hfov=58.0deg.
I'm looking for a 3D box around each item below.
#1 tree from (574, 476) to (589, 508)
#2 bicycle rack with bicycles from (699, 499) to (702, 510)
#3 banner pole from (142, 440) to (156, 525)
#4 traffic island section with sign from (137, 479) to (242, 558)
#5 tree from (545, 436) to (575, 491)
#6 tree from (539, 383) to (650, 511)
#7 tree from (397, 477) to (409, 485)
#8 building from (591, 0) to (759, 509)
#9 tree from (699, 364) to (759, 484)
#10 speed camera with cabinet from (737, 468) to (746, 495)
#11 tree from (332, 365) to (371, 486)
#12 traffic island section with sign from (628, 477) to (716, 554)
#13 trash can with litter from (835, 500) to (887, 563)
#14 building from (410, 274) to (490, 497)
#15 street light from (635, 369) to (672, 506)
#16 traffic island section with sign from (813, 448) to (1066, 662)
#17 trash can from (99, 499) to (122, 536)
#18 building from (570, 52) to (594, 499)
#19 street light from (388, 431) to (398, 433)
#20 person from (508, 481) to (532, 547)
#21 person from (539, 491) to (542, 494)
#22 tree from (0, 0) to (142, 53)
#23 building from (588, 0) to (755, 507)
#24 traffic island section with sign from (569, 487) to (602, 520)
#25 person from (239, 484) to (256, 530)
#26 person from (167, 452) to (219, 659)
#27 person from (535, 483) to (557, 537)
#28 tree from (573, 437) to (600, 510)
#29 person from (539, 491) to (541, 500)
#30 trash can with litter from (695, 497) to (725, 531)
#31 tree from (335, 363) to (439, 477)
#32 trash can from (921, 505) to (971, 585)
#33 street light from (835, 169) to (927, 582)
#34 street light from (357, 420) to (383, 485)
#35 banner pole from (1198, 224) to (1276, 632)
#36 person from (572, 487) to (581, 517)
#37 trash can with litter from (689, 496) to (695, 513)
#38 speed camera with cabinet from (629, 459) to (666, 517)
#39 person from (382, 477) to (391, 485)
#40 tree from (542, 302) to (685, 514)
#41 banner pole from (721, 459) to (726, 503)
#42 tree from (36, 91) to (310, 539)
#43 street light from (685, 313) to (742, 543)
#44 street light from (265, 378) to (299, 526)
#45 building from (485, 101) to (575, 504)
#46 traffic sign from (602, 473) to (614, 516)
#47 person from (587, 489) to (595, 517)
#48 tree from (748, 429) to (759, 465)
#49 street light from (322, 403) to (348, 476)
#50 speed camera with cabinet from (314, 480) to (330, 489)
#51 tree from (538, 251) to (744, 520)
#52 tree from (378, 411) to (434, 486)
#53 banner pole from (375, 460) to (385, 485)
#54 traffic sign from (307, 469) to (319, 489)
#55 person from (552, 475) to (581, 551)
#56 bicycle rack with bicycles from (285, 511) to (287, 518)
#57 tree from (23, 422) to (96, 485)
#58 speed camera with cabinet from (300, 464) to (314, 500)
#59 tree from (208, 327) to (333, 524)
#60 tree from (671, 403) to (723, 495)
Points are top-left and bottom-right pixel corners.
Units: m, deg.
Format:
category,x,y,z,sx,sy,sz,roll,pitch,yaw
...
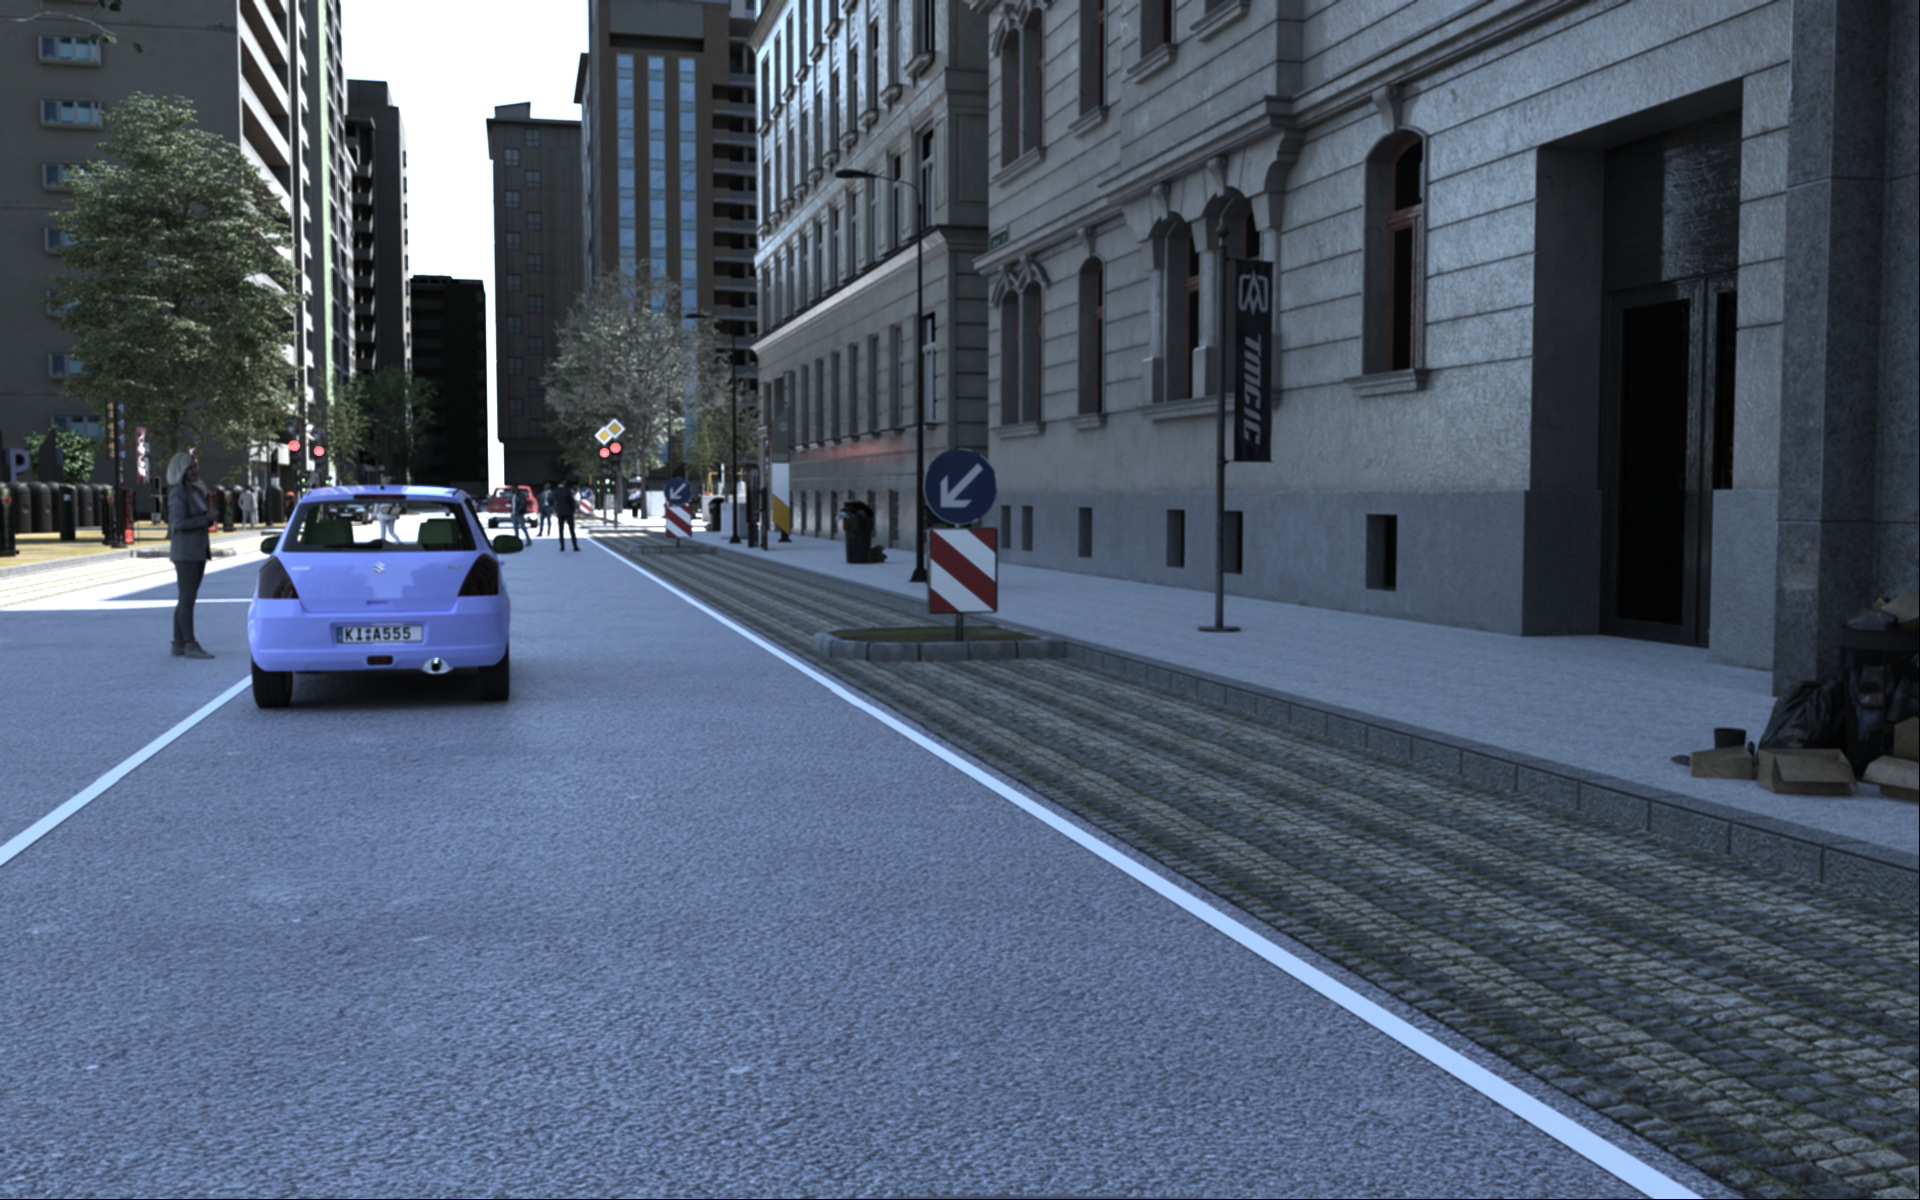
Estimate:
category,x,y,z,sx,sy,sz,roll,pitch,yaw
tree,-35.271,-10.140,160.383,1.663,3.219,1.824,0,3,0
bicycle rack with bicycles,-20.658,-7.809,141.063,2.852,0.926,2.925,0,4,-3
banner pole,-33.157,-4.945,70.862,0.863,3.779,0.401,2,4,23
traffic island section with sign,-17.605,-1.899,39.673,1.989,1.847,2.006,-1,4,-14
tree,-49.864,-16.283,216.595,4.360,8.622,3.978,0,3,0
tree,-27.862,-12.162,133.269,8.767,10.594,7.601,-2,4,-23
tree,-55.891,-11.009,174.605,1.663,3.219,1.824,0,3,0
building,-25.536,-30.916,155.594,14.600,45.320,14.200,-1,4,-14
tree,-12.730,-9.015,97.761,4.360,8.622,3.978,0,3,0
speed camera with cabinet,-16.238,-8.358,130.996,0.660,3.252,2.038,2,4,33
tree,-34.988,-8.981,97.210,4.737,8.622,4.395,0,3,0
traffic island section with sign,-6.984,-2.030,41.821,1.989,1.847,2.006,-1,4,-14
trash can with litter,-1.818,-1.276,32.251,0.624,1.170,1.055,2,4,26
building,-70.227,-28.090,230.977,14.107,30.474,14.160,-1,4,-14
street light,-11.338,-5.614,64.332,1.470,5.913,1.316,-1,4,-14
traffic island section with sign,-0.283,-0.433,15.709,1.989,1.847,2.006,-1,4,-14
trash can,-25.642,-2.493,52.419,0.748,1.137,0.748,0,3,0
building,-30.776,-37.773,206.825,28.713,52.752,27.495,-1,4,-14
street light,-42.304,-9.518,128.166,1.470,5.913,1.316,-1,4,-14
person,-12.054,-2.348,47.236,0.623,1.781,0.721,2,4,32
person,-46.205,-11.163,191.035,1.348,1.821,0.705,0,4,-8
tree,-17.397,-10.338,24.912,12.611,20.169,13.585,0,3,0
building,-27.167,-38.869,177.509,21.231,58.520,28.212,-1,4,-14
traffic island section with sign,-20.872,-5.334,95.838,1.989,1.847,2.006,-1,4,-14
person,-26.173,-3.355,63.632,0.678,1.792,0.850,0,4,-7
person,-6.740,-0.405,15.300,0.526,1.800,0.537,1,4,9
person,-13.934,-3.034,58.292,0.721,1.800,0.419,1,4,9
tree,-29.742,-11.607,140.144,4.737,8.622,4.395,0,3,0
person,-43.636,-10.425,179.744,0.721,1.735,1.217,0,4,5
trash can with litter,-8.531,-2.959,59.768,0.624,1.170,1.055,-2,4,-34
tree,-45.118,-12.871,136.188,9.928,11.665,9.643,0,3,0
trash can,-0.149,-0.715,23.339,0.748,1.137,0.748,0,3,0
street light,-1.106,-3.211,25.047,1.470,5.913,1.316,-1,4,-14
street light,-37.111,-8.312,108.438,1.470,5.913,1.316,-1,4,-14
banner pole,2.632,-1.607,16.295,0.863,3.779,0.401,-2,4,-32
person,-21.974,-5.534,99.075,0.850,1.850,0.679,2,4,27
trash can with litter,-17.108,-6.215,113.001,1.055,1.170,0.624,-3,5,-39
speed camera with cabinet,-17.558,-6.293,97.219,2.038,3.252,0.660,-3,5,-41
person,-13.453,-1.984,40.813,0.818,1.842,0.514,2,4,30
tree,-22.630,-12.671,113.831,9.857,13.997,8.962,0,3,0
banner pole,-16.726,-8.108,122.581,0.401,3.779,0.863,1,4,15
tree,-22.565,-8.062,49.938,7.486,12.596,7.792,0,3,0
street light,-6.380,-4.420,44.809,1.470,5.913,1.316,-1,4,-14
street light,-27.051,-5.908,69.137,1.470,5.913,1.316,-1,4,-14
building,-51.570,-39.954,242.485,27.495,52.752,28.713,-1,4,-14
traffic sign,-20.695,-6.250,102.188,0.884,2.594,0.081,-1,4,-12
person,-20.925,-5.427,98.231,0.512,1.701,0.522,1,4,12
tree,-14.759,-11.587,139.814,4.737,8.622,4.395,0,3,0
street light,-31.995,-7.102,88.663,1.470,5.913,1.316,-1,4,-14
speed camera with cabinet,-40.041,-7.069,109.910,2.038,3.252,0.660,3,5,44
tree,-16.089,-10.837,87.555,12.009,13.543,11.850,0,3,0
tree,-50.209,-12.680,157.686,4.360,8.622,3.978,0,3,0
banner pole,-41.975,-8.274,125.291,0.863,3.779,0.401,0,4,-8
traffic sign,-31.496,-5.182,84.729,0.884,2.594,0.081,-1,4,-8
person,-9.950,-2.192,43.695,0.648,1.900,0.474,0,4,5
bicycle rack with bicycles,-33.960,-4.313,83.893,2.925,0.926,2.852,0,4,8
tree,-41.241,-5.852,79.387,4.285,4.588,4.351,0,3,0
speed camera with cabinet,-42.794,-7.248,112.847,0.660,3.252,2.038,3,4,38
tree,-29.990,-7.544,73.704,4.737,8.622,4.395,0,3,0
tree,-20.245,-11.328,135.574,4.737,8.622,4.395,0,3,0
